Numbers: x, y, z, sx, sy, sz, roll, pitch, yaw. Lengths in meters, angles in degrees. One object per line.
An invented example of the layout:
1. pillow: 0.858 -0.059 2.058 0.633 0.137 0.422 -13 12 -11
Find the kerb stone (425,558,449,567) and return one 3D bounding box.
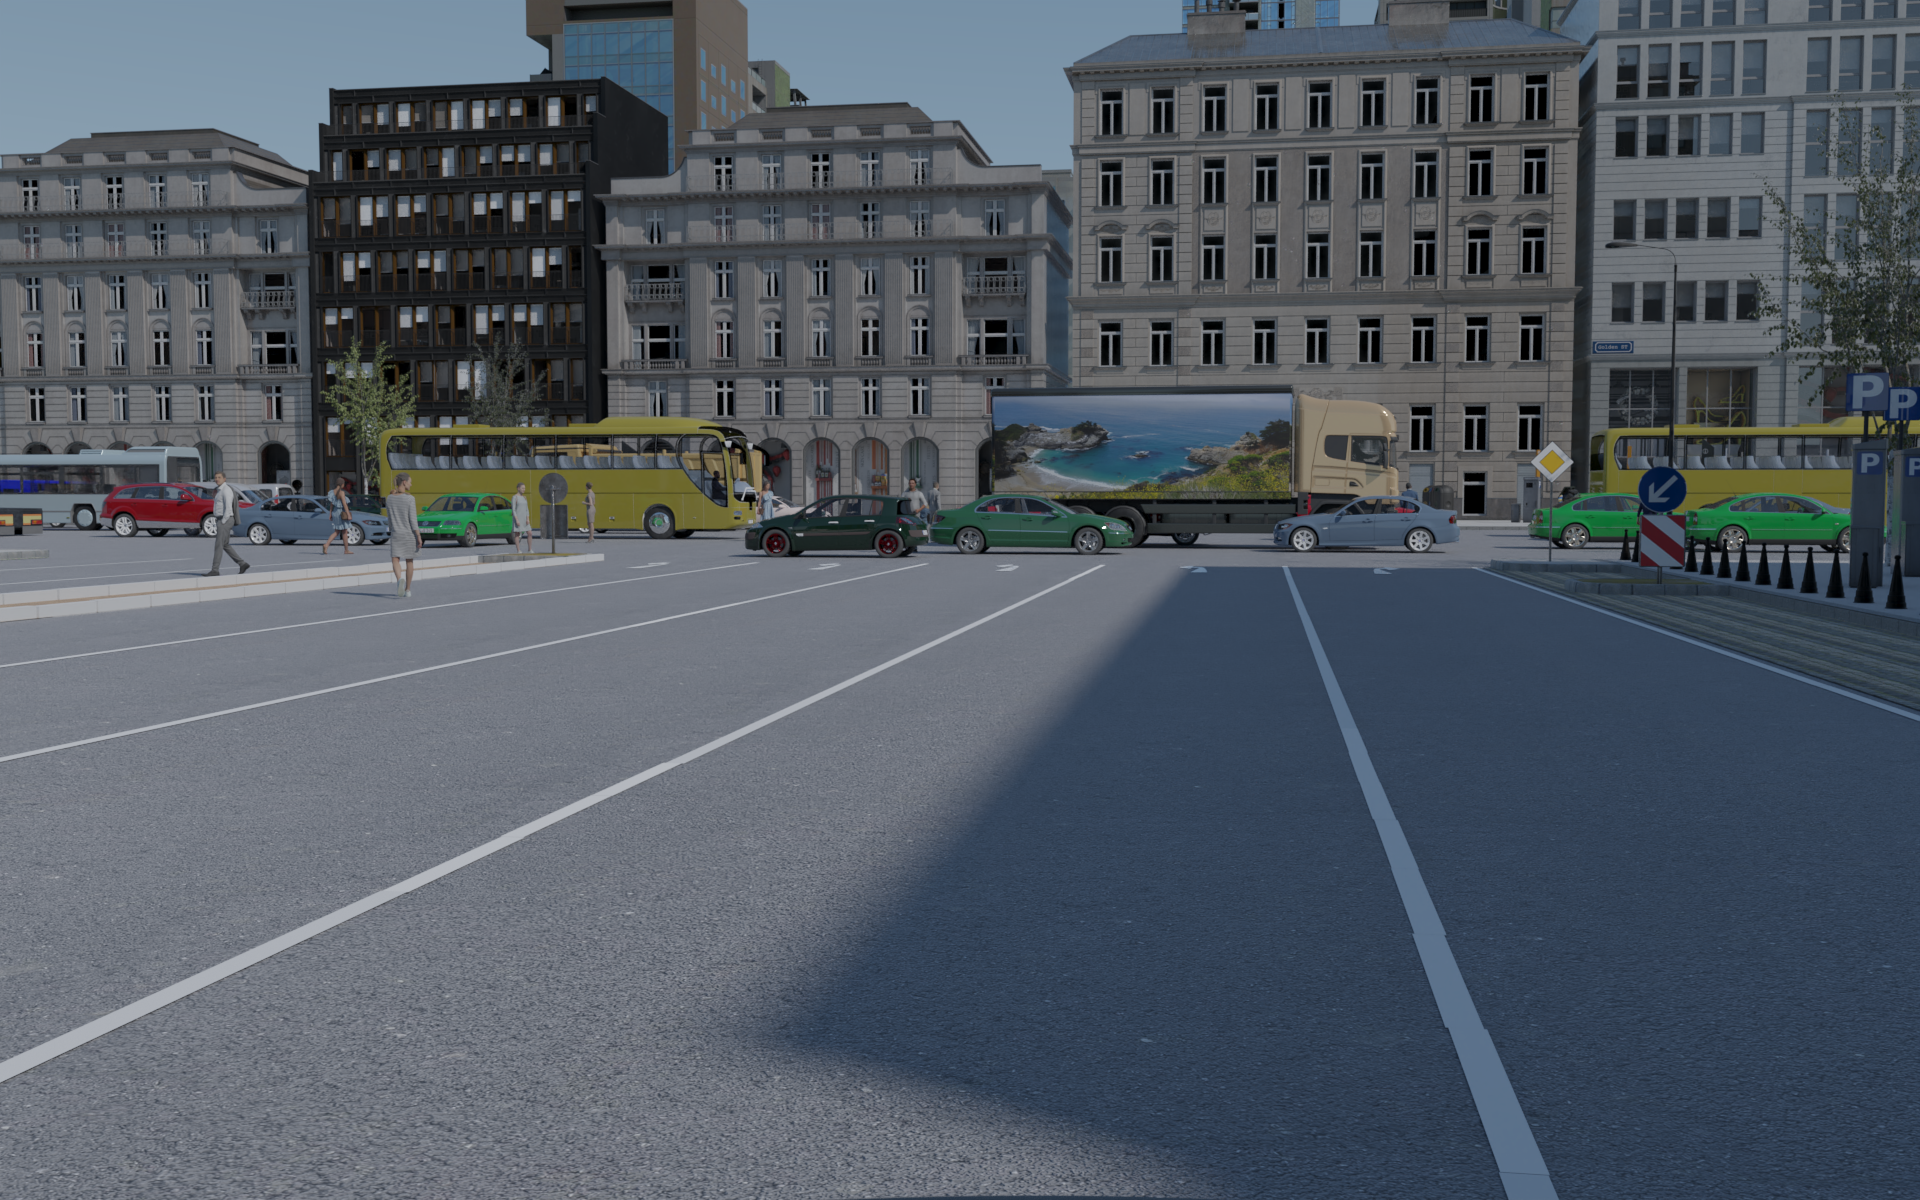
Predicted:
1. kerb stone: -10.364 -0.718 34.003 0.120 0.150 1.000 1 4 10

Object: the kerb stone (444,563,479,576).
1. kerb stone: -8.826 -0.513 30.584 0.120 0.150 1.000 1 4 10

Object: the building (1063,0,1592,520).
1. building: 18.497 -17.927 90.364 25.104 27.353 12.463 1 4 10

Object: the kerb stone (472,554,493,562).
1. kerb stone: -10.016 -0.847 36.038 0.120 0.150 1.000 1 4 10

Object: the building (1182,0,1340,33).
1. building: 43.992 -57.395 251.085 31.000 86.520 22.319 1 4 10

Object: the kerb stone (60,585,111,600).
1. kerb stone: -12.104 -0.100 23.832 0.120 0.150 1.000 1 4 10

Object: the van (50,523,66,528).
1. van: -39.702 -4.266 74.137 5.245 2.365 2.240 1 4 9

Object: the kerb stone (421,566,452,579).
1. kerb stone: -8.999 -0.449 29.570 0.120 0.150 1.000 1 4 10

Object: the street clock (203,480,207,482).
1. street clock: -39.085 -5.192 89.460 0.358 2.002 0.471 1 4 21

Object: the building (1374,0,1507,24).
1. building: 69.182 -49.390 245.777 20.611 71.187 20.563 1 4 10

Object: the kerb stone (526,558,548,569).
1. kerb stone: -8.305 -0.690 33.626 0.120 0.150 1.000 1 4 10

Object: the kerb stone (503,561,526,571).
1. kerb stone: -8.476 -0.637 32.612 0.120 0.150 1.000 1 4 10

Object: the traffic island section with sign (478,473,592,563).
1. traffic island section with sign: -8.840 -1.742 36.625 2.006 1.907 1.989 1 4 10

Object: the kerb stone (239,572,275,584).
1. kerb stone: -11.417 -0.349 27.899 0.120 0.150 1.000 1 4 10

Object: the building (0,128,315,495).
1. building: -45.540 -15.871 101.293 24.055 21.916 13.314 1 4 10

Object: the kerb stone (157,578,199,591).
1. kerb stone: -11.767 -0.225 25.873 0.120 0.150 1.000 1 4 10

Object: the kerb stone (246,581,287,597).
1. kerb stone: -9.872 -0.139 24.475 0.120 0.150 1.000 1 4 10

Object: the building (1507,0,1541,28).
1. building: 60.061 -37.566 156.195 21.231 58.520 28.212 1 4 10

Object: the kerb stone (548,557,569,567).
1. kerb stone: -8.134 -0.761 34.645 0.120 0.150 1.000 1 4 10

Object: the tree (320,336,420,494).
1. tree: -27.838 -8.036 81.745 4.737 8.622 4.395 0 3 0

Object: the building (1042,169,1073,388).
1. building: 13.800 -39.062 258.272 30.456 49.044 23.786 1 4 10

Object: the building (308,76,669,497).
1. building: -25.944 -16.382 97.522 15.834 23.373 12.332 1 4 10

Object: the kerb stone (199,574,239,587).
1. kerb stone: -11.583 -0.287 26.884 0.120 0.150 1.000 1 4 10

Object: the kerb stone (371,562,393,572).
1. kerb stone: -10.717 -0.596 31.970 0.120 0.150 1.000 1 4 10

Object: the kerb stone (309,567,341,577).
1. kerb stone: -11.066 -0.473 29.938 0.120 0.150 1.000 1 4 10

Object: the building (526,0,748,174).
1. building: -26.421 -30.310 145.686 14.600 45.320 14.200 1 4 10

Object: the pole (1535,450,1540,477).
1. pole: 26.695 -5.273 80.058 0.158 3.312 0.155 0 3 0

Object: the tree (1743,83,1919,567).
1. tree: 16.238 -4.899 30.453 4.360 8.622 3.978 0 3 0

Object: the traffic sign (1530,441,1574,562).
1. traffic sign: 11.220 -1.788 32.884 0.795 2.450 0.064 1 4 10

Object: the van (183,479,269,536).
1. van: -24.933 -3.239 59.968 4.112 2.044 2.013 1 4 9

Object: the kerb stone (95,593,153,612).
1. kerb stone: -10.389 0.049 21.430 0.120 0.150 1.000 1 4 10

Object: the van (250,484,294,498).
1. van: -29.527 -3.933 71.317 4.112 2.044 2.013 1 4 9

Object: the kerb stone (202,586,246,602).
1. kerb stone: -10.044 -0.071 23.461 0.120 0.150 1.000 1 4 10

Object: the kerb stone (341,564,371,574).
1. kerb stone: -10.885 -0.524 30.950 0.120 0.150 1.000 1 4 10

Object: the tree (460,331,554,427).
1. tree: -21.035 -7.895 79.452 4.360 8.622 3.978 0 3 0

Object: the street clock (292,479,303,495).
1. street clock: -32.849 -4.973 85.887 0.471 2.002 0.358 0 4 -8

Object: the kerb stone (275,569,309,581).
1. kerb stone: -11.237 -0.411 28.915 0.120 0.150 1.000 1 4 10

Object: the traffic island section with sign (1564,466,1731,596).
1. traffic island section with sign: 9.955 -1.018 25.280 1.989 1.847 2.006 1 4 10

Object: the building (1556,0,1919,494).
1. building: 45.644 -18.826 85.291 29.804 29.767 11.434 1 4 10

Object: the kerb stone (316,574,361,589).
1. kerb stone: -9.525 -0.264 26.506 0.120 0.150 1.000 1 4 10

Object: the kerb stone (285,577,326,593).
1. kerb stone: -9.696 -0.201 25.487 0.120 0.150 1.000 1 4 10

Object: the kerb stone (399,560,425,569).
1. kerb stone: -10.538 -0.660 32.989 0.120 0.150 1.000 1 4 10

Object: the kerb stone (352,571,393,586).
1. kerb stone: -9.351 -0.322 27.528 0.120 0.150 1.000 1 4 10

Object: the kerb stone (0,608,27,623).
1. kerb stone: -10.742 0.171 19.396 0.120 0.150 1.000 1 4 10

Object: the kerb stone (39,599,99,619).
1. kerb stone: -10.563 0.117 20.417 0.120 0.150 1.000 1 4 10

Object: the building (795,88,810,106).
1. building: -21.286 -30.243 178.068 14.086 41.232 14.154 1 4 10

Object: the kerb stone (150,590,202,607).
1. kerb stone: -10.217 -0.015 22.447 0.120 0.150 1.000 1 4 10

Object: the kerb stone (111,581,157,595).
1. kerb stone: -11.927 -0.162 24.847 0.120 0.150 1.000 1 4 10

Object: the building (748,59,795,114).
1. building: -24.176 -29.123 159.749 14.154 41.232 14.086 1 4 10

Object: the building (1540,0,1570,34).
1. building: 52.461 -27.707 136.604 14.154 41.232 14.086 1 4 10

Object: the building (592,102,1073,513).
1. building: -6.187 -15.473 94.782 24.055 21.916 13.314 1 4 10

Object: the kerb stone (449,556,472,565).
1. kerb stone: -10.198 -0.784 35.017 0.120 0.150 1.000 1 4 10

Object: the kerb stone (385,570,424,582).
1. kerb stone: -9.170 -0.386 28.547 0.120 0.150 1.000 1 4 10

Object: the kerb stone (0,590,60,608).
1. kerb stone: -12.288 -0.033 22.815 0.120 0.150 1.000 1 4 10

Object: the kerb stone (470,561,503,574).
1. kerb stone: -8.650 -0.575 31.597 0.120 0.150 1.000 1 4 10
